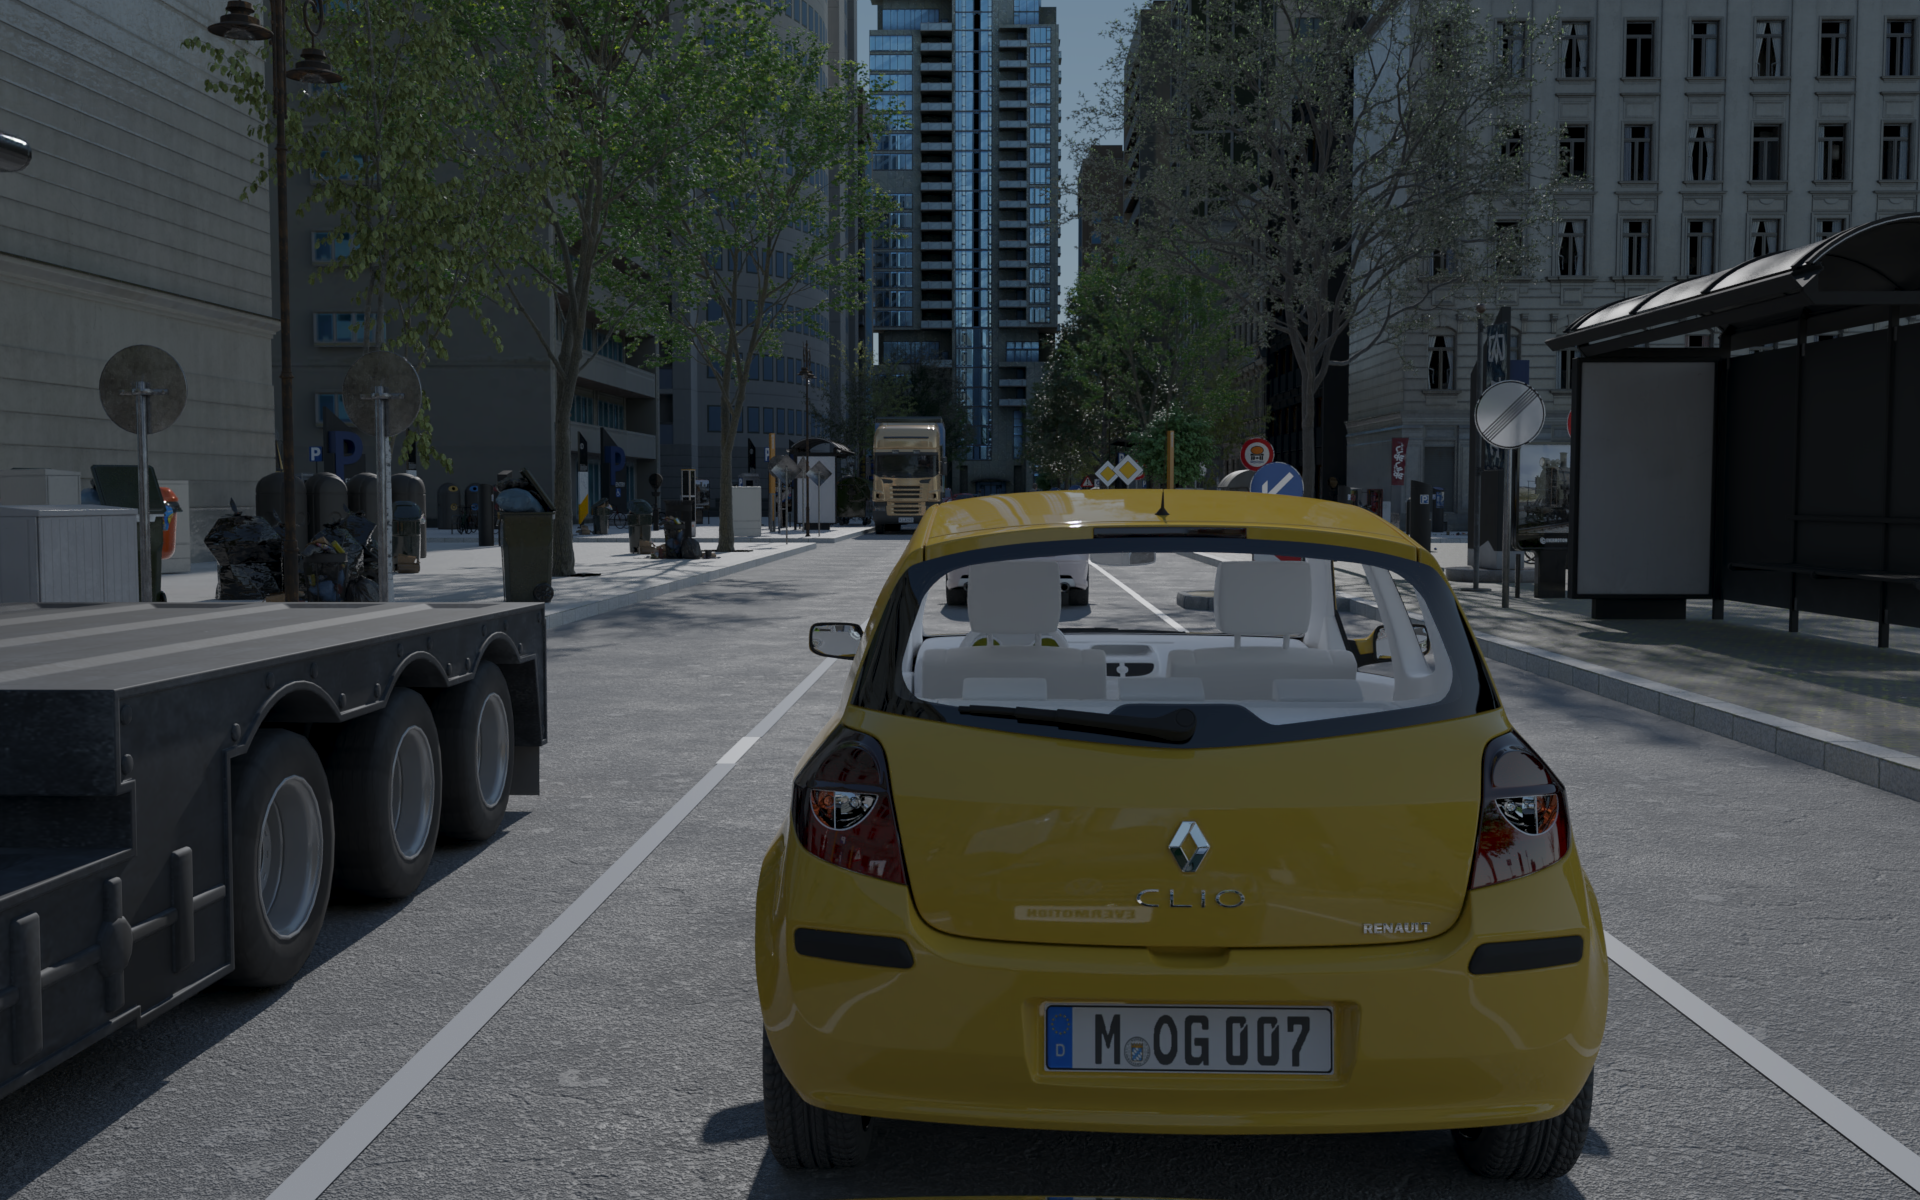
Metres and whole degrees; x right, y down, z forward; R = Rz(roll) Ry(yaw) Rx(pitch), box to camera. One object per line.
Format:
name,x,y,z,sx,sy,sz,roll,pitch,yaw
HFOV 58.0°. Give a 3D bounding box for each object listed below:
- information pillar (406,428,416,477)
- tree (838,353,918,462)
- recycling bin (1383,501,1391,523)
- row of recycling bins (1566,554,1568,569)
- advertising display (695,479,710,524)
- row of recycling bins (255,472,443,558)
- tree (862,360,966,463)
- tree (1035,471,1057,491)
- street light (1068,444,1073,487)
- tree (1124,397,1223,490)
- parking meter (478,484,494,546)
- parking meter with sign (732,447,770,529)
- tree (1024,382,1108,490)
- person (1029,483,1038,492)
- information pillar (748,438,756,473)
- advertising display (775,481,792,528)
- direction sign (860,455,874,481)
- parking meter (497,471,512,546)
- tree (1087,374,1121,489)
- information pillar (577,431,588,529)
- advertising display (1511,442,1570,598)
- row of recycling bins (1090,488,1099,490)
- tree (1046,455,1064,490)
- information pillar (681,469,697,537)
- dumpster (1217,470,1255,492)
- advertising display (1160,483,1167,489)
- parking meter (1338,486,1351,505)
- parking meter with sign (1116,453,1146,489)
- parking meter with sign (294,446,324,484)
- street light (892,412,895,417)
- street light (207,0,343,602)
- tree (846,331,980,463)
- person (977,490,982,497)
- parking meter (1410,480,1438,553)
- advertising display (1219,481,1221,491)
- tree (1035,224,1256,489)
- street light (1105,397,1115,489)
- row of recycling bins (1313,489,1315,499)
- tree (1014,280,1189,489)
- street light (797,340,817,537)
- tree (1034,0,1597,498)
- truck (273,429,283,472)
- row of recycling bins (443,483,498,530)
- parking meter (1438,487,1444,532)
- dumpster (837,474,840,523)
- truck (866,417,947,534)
information pillar,-19.130,-4.222,60.381,0.183,3.616,0.504,1,4,17
tree,-4.117,-8.522,89.698,4.737,8.622,4.395,0,3,0
recycling bin,14.320,-2.850,59.145,0.722,1.027,0.722,1,4,11
row of recycling bins,11.303,-1.311,28.547,1.069,1.692,3.534,-1,4,-23
advertising display,-11.125,-4.188,73.687,0.974,1.923,0.123,-1,4,-15
row of recycling bins,-11.859,-1.612,33.472,1.069,1.692,3.534,2,4,35
tree,-3.125,-11.325,119.583,7.601,10.594,8.767,-1,4,-18
tree,10.255,-13.348,201.951,4.285,4.588,4.351,0,3,0
street light,8.079,-9.400,126.473,0.468,5.910,1.993,0,4,1
tree,7.307,-4.571,58.448,4.285,4.588,4.351,0,3,0
parking meter,-11.689,-2.097,42.704,0.372,1.533,0.369,0,3,0
parking meter with sign,-7.761,-4.116,63.552,1.738,3.016,0.543,-2,4,-32
tree,8.969,-13.843,144.462,7.486,12.596,7.792,0,3,0
person,2.779,-3.469,65.316,0.850,1.850,0.679,-1,4,-19
information pillar,-8.710,-4.962,72.482,0.183,3.616,0.504,2,4,26
advertising display,-6.794,-3.735,66.283,0.123,1.923,0.974,3,4,37
direction sign,-5.440,-6.707,101.657,0.876,3.537,0.379,1,4,19
parking meter,-11.245,-2.270,42.831,0.255,1.863,0.399,1,4,10
tree,8.521,-9.102,99.177,4.737,8.622,4.395,0,3,0
information pillar,-14.062,-4.477,64.560,0.183,3.616,0.504,2,4,26
advertising display,7.287,-0.987,21.347,0.974,1.923,0.123,0,4,-8
row of recycling bins,9.470,-6.605,115.100,1.069,1.692,3.534,2,4,27
tree,10.650,-15.043,196.316,4.360,8.622,3.978,0,3,0
information pillar,-8.074,-2.878,51.555,0.304,2.012,0.304,2,4,26
dumpster,6.925,-2.193,41.619,1.264,1.857,1.865,0,4,1
advertising display,10.178,-4.824,84.087,0.974,1.923,0.123,3,4,36
parking meter,11.488,-2.654,51.808,0.372,1.533,0.369,0,3,0
parking meter with sign,7.460,-4.684,72.849,1.738,3.016,0.543,3,4,37
parking meter with sign,-23.805,-4.064,62.715,0.543,3.016,1.738,1,4,16
street light,-3.711,-7.595,96.968,0.468,5.910,1.993,0,4,1
street light,-5.487,-2.525,14.072,0.468,5.910,1.993,0,4,1
tree,-3.576,-13.486,130.862,12.009,13.543,11.850,0,3,0
person,1.799,-8.969,155.231,0.705,1.814,1.350,2,4,24
parking meter,8.294,-1.393,31.184,0.372,1.533,0.369,0,3,0
advertising display,13.515,-5.023,87.344,0.974,1.923,0.123,0,4,7
tree,7.538,-8.639,67.010,9.928,11.665,9.643,0,3,0
street light,7.091,-6.695,82.251,0.468,5.910,1.993,0,4,1
row of recycling bins,11.448,-3.440,63.362,3.534,1.692,1.069,-2,4,-23
tree,7.559,-10.590,90.149,9.611,12.733,9.660,0,3,0
street light,-4.599,-4.855,52.162,0.468,5.910,1.993,0,4,1
tree,6.595,-7.459,32.332,12.009,13.543,11.850,0,3,0
truck,-23.134,-3.200,48.240,9.791,3.379,3.469,0,4,0
row of recycling bins,-17.203,-3.420,63.032,3.534,1.692,1.069,-1,4,-11
parking meter,16.000,-3.031,57.960,0.372,1.533,0.369,0,3,0
dumpster,-5.841,-4.523,76.445,1.502,2.255,1.985,0,4,1
truck,-1.850,-4.662,65.142,2.839,4.237,11.283,0,4,0
